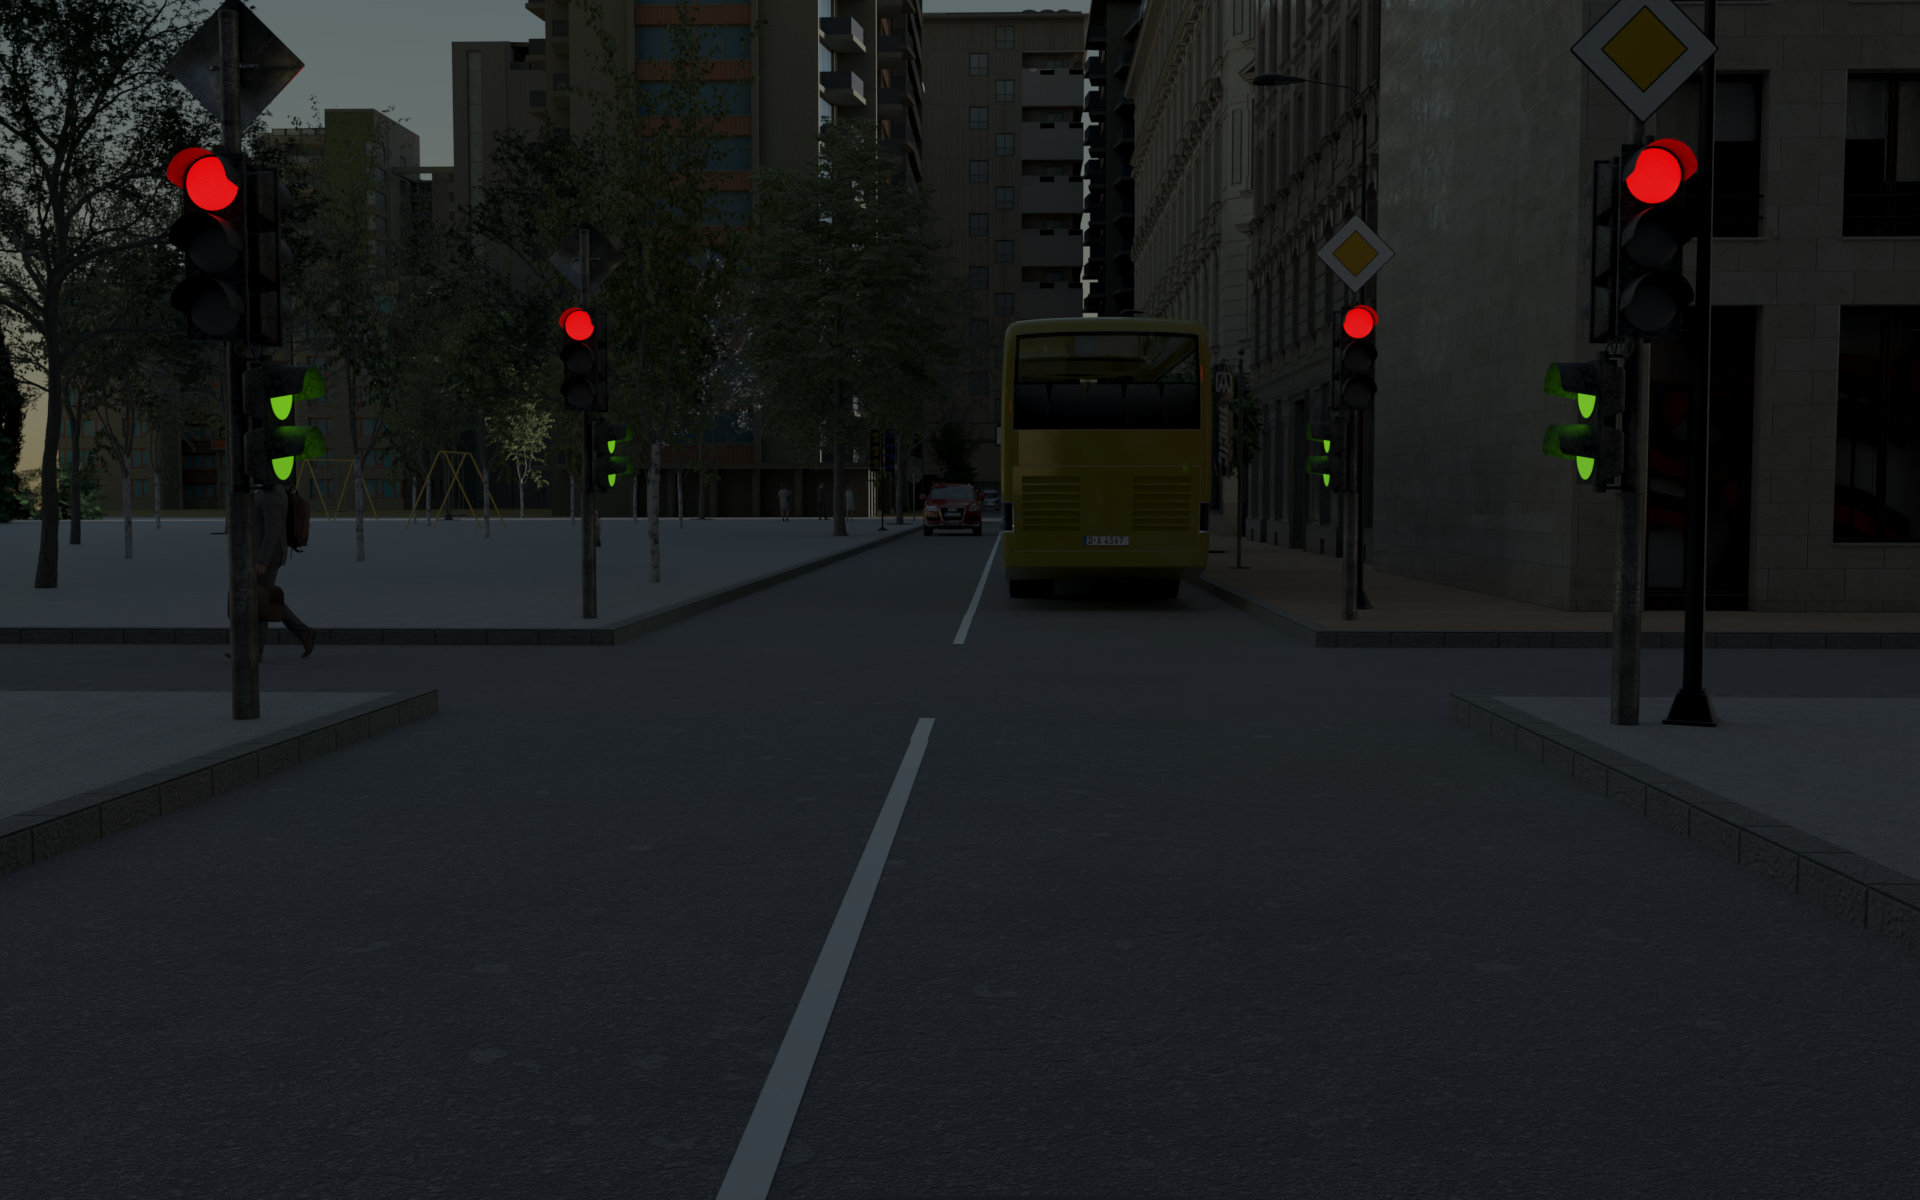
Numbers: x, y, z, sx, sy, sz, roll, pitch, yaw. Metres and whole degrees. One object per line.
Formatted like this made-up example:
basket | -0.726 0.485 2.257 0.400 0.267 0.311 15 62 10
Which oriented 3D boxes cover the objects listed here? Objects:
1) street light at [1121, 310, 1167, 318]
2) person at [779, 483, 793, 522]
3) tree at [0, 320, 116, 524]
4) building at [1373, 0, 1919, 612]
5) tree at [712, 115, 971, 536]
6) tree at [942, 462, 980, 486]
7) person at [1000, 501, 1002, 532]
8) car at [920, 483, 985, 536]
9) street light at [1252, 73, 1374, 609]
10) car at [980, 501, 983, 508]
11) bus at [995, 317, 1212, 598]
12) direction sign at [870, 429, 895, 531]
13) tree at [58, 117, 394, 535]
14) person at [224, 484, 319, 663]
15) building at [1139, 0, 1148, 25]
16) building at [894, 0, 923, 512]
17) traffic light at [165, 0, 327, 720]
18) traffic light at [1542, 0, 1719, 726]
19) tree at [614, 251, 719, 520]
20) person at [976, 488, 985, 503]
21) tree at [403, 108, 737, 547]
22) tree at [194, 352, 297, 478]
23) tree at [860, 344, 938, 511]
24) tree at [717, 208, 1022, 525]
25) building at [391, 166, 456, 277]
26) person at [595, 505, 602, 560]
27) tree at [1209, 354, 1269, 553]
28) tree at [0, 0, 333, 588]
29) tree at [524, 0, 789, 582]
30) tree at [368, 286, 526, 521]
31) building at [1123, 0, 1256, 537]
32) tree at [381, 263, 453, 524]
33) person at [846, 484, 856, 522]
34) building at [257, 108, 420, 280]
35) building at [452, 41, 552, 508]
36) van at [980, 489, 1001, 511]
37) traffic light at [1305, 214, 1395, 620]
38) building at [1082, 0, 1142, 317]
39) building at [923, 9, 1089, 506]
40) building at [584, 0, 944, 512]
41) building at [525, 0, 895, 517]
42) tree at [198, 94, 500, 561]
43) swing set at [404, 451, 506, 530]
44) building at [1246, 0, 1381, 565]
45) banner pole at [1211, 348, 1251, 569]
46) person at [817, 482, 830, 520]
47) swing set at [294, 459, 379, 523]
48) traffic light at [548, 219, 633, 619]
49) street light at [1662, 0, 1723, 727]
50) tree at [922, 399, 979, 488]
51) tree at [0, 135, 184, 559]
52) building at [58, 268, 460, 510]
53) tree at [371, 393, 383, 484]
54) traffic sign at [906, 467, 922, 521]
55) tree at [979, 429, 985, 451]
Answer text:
street light | 4.749 -4.354 43.737 1.470 5.913 1.316 0 4 2
person | -8.072 -4.545 80.706 0.716 1.782 0.532 1 4 22
tree | -47.077 -10.861 79.404 13.155 14.587 18.604 -1 4 -17
building | 15.203 -10.299 23.133 16.860 20.320 10.420 0 4 2
tree | -3.556 -8.192 52.074 7.486 12.596 7.792 0 3 0
tree | 0.092 -10.379 153.412 4.285 4.588 4.351 0 3 0
person | 1.655 -3.293 62.689 0.444 1.785 0.601 3 5 43
car | -0.258 -3.200 60.999 2.281 1.827 5.304 0 3 0
street light | 3.924 -2.858 19.277 1.470 5.913 1.316 0 4 2
car | 0.181 -4.679 85.297 1.959 1.807 4.718 0 4 1
bus | 1.934 -2.155 26.778 2.896 3.916 12.252 0 4 2
direction sign | -2.710 -4.191 60.526 0.876 3.537 0.379 0 4 8
tree | -23.160 -8.844 54.965 12.009 13.543 11.850 0 3 0
person | -5.876 -0.387 14.792 0.822 1.834 0.622 -2 4 -35
building | 21.255 -49.351 119.554 22.319 86.520 31.000 0 4 2
building | -14.037 -31.104 132.257 21.300 48.544 21.600 0 4 2
traffic light | -4.067 -1.276 9.787 0.839 4.253 0.868 0 4 2
traffic light | 3.691 -1.262 9.552 0.839 4.253 0.868 0 4 2
tree | -12.839 -10.784 86.682 12.009 13.543 11.850 0 3 0
person | 1.036 -5.952 105.779 1.348 1.831 0.705 3 5 40
tree | -9.107 -6.581 42.006 7.601 10.594 8.767 3 5 43
tree | -28.893 -7.309 69.857 4.737 8.622 4.395 0 3 0
tree | -3.056 -8.238 85.048 4.737 8.622 4.395 0 3 0
tree | -2.426 -9.919 72.538 12.009 13.543 11.850 0 3 0
building | -47.896 -30.764 194.879 23.993 40.220 32.217 0 4 2
person | -6.353 -1.168 30.149 0.382 1.210 0.505 -3 5 -42
tree | 5.125 -3.321 38.012 4.285 4.588 4.351 0 3 0
tree | -12.194 -5.450 23.523 7.601 10.594 8.767 -2 4 -25
tree | -4.487 -4.578 25.209 4.737 8.622 4.395 0 3 0
tree | -24.925 -9.703 84.406 9.928 11.665 9.643 0 3 0
building | 16.432 -17.968 70.192 17.030 29.872 44.131 0 4 2
tree | -13.576 -6.116 50.364 4.737 8.622 4.395 0 3 0
person | -5.035 -4.444 79.461 0.466 1.731 0.760 0 4 5
building | -67.188 -30.811 187.356 14.086 41.232 14.154 0 4 2
building | -37.699 -29.156 160.294 14.086 41.232 14.154 0 4 2
van | 2.525 -8.627 148.061 2.013 2.044 4.112 0 4 0
traffic light | 3.950 -1.750 17.533 0.839 4.253 0.868 0 4 2
building | 21.985 -30.383 151.381 22.147 44.769 28.867 0 4 2
building | 2.368 -36.829 191.388 27.495 52.752 28.713 0 4 2
building | -16.344 -30.671 156.093 28.867 44.769 22.147 0 4 2
building | -14.235 -27.679 107.179 22.147 44.769 28.867 0 4 2
tree | -11.227 -5.044 32.836 4.360 8.622 3.978 0 3 0
swing set | -18.603 -4.064 64.062 2.862 2.851 3.119 0 4 3
building | 12.401 -11.603 38.862 9.793 20.994 18.267 0 4 2
banner pole | 4.622 -2.423 29.630 0.863 3.779 0.401 -2 4 -34
person | -6.832 -4.939 86.154 0.474 1.900 0.648 -3 4 -39
swing set | -28.592 -4.949 78.533 2.862 2.851 3.119 2 4 27
traffic light | -3.808 -1.764 17.768 0.839 4.253 0.868 0 4 2
street light | 3.560 -2.263 9.544 1.470 5.913 1.316 0 4 2
tree | -0.913 -11.436 137.337 4.360 8.622 3.978 0 3 0
tree | -16.798 -5.127 34.188 4.360 8.622 3.978 0 3 0
building | -59.394 -18.957 154.980 28.899 21.520 27.650 0 4 2
tree | -23.726 -7.642 75.311 4.737 8.622 4.395 0 3 0
traffic sign | -2.142 -4.948 81.011 0.768 2.556 0.104 0 4 6
tree | -0.484 -11.781 142.989 4.360 8.622 3.978 0 3 0
